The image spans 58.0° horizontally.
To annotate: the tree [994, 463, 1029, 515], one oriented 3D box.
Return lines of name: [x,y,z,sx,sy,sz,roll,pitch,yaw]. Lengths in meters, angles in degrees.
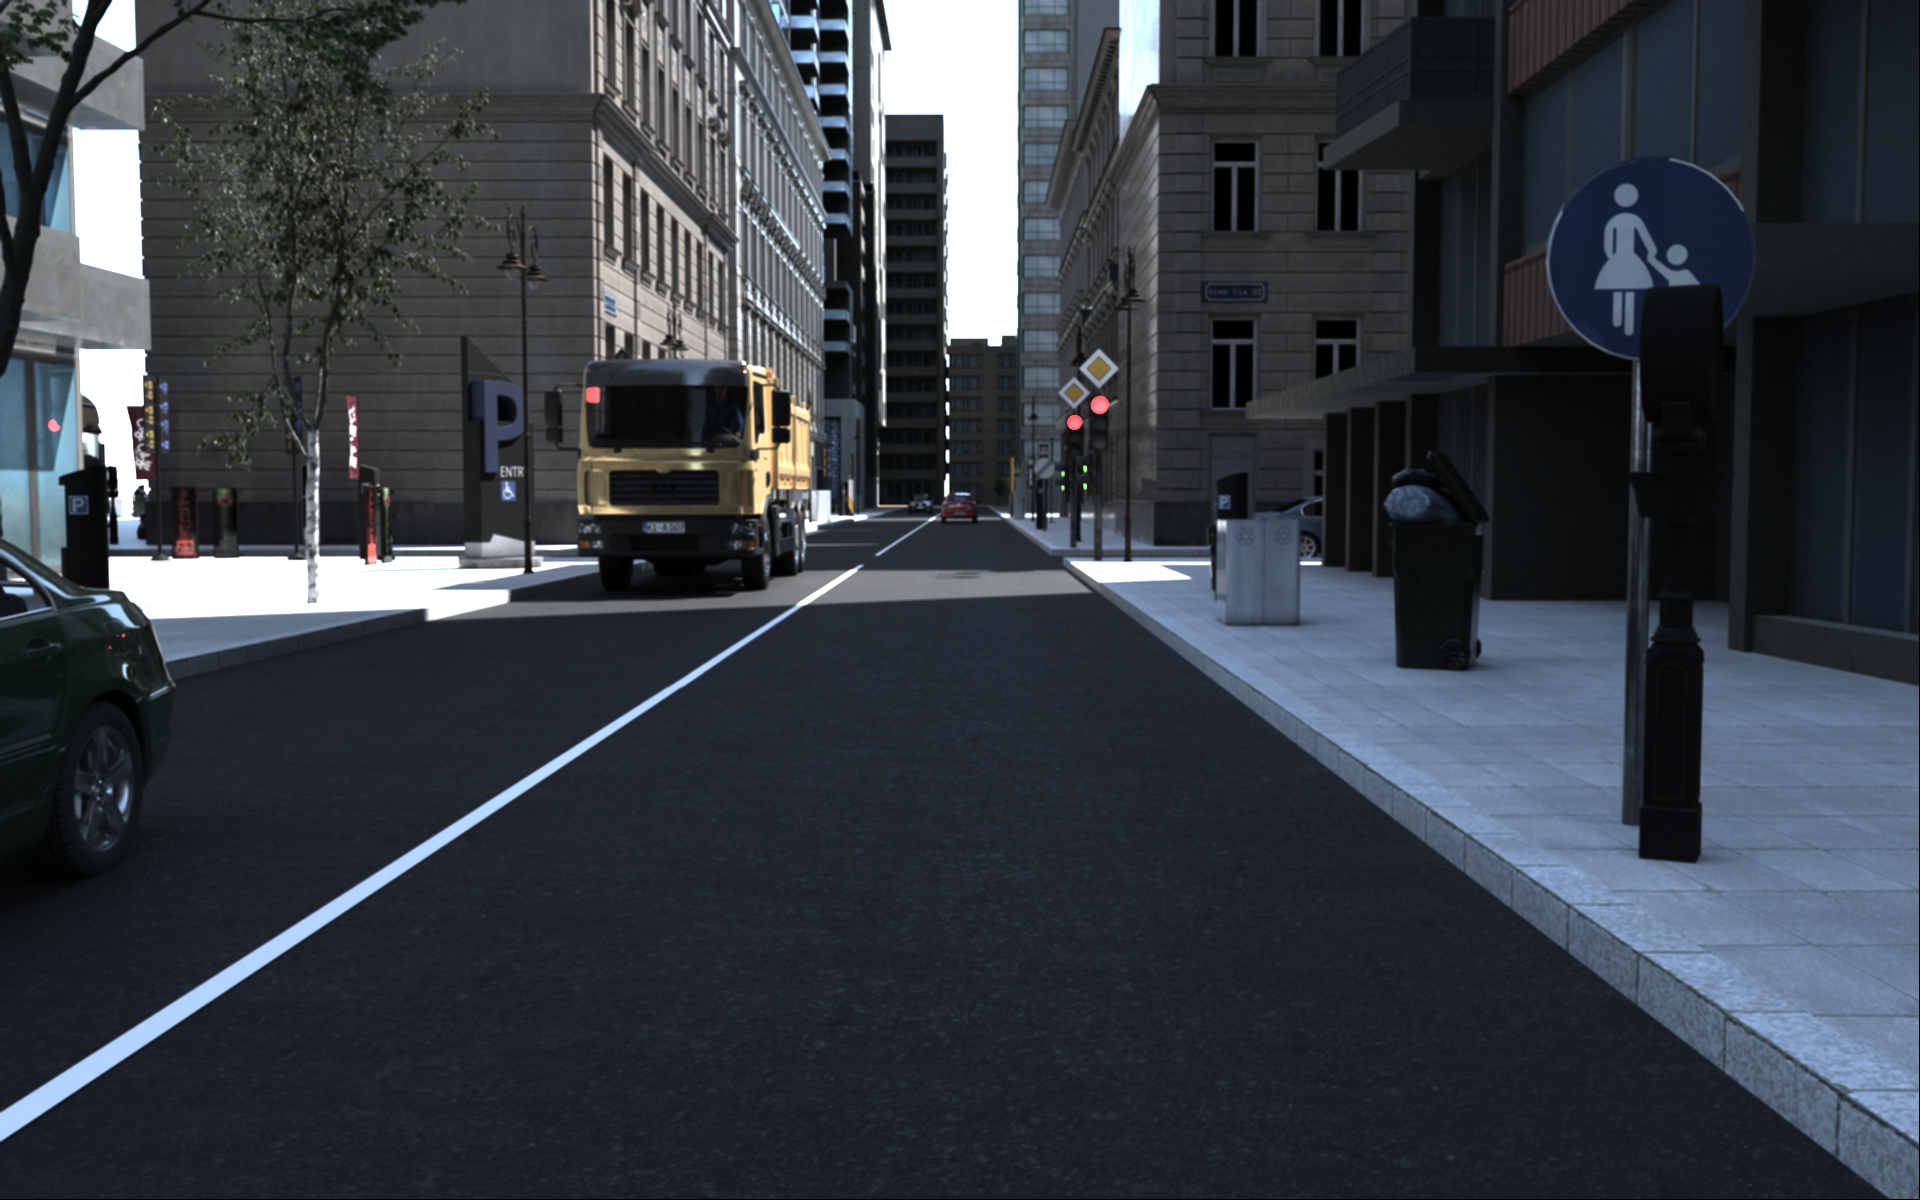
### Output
tree: [3.544,-7.312,114.145,1.663,3.219,1.824,0,3,0]

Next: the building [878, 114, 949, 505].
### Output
building: [-12.275,-35.947,211.438,21.600,48.544,21.300,0,4,0]

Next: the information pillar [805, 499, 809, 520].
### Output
information pillar: [-7.712,-5.039,86.883,0.304,2.012,0.304,2,4,32]

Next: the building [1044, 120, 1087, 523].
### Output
building: [10.023,-15.021,96.507,10.553,20.767,40.483,0,4,0]

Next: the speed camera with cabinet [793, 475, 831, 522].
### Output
speed camera with cabinet: [-6.781,-5.205,79.443,0.660,3.252,2.038,2,4,35]

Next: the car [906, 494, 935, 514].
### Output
car: [-2.811,-6.958,123.547,2.009,1.686,4.222,0,4,-1]

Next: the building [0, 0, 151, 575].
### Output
building: [-26.968,-24.316,17.184,30.456,49.044,23.786,0,4,0]

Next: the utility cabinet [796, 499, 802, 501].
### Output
utility cabinet: [-7.536,-4.294,81.375,0.306,1.237,1.020,0,4,-1]

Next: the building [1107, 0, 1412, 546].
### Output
building: [16.933,-15.303,47.468,25.104,27.353,12.463,0,4,0]

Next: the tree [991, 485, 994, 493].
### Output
tree: [4.601,-12.203,194.119,1.663,3.219,1.824,0,3,0]

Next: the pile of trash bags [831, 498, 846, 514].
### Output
pile of trash bags: [-9.021,-6.434,114.950,3.447,1.369,1.912,3,5,41]

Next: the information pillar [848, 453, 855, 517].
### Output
information pillar: [-6.211,-6.564,98.673,0.183,3.616,0.504,-2,4,-32]

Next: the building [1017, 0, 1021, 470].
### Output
building: [15.312,-36.912,145.503,21.231,58.520,28.212,0,4,0]

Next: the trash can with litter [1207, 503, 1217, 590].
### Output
trash can with litter: [3.808,-0.706,22.935,1.055,1.170,0.624,1,4,21]

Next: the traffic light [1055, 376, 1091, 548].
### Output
traffic light: [2.701,-3.211,41.418,0.839,4.253,0.868,0,4,0]

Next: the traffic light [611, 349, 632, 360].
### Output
traffic light: [-6.509,-2.725,33.472,0.839,4.253,0.868,0,4,0]

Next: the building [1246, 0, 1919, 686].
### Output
building: [16.001,-22.163,16.993,22.147,44.769,28.867,0,4,0]

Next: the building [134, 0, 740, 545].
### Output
building: [-14.661,-15.758,54.912,12.463,27.353,25.104,0,4,0]

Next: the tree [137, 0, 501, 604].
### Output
tree: [-7.557,-4.276,20.268,4.360,8.622,3.978,0,3,0]

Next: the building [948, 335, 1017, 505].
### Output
building: [13.178,-22.627,214.994,28.899,21.520,27.650,0,4,0]

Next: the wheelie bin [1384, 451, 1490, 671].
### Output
wheelie bin: [3.528,-0.302,12.849,0.693,1.594,0.980,2,4,24]

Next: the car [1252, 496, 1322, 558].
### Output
car: [8.475,-1.540,37.182,4.499,1.417,2.014,0,4,0]

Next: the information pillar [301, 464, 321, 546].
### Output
information pillar: [-15.937,-2.326,42.529,0.304,2.012,0.304,3,5,40]

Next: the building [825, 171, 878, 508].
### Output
building: [-14.782,-23.416,154.549,14.160,30.474,14.107,0,4,0]

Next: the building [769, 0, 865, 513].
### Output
building: [-18.149,-50.011,130.346,22.319,86.520,31.000,0,4,0]

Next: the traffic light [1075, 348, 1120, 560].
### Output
traffic light: [2.653,-2.722,33.433,0.839,4.253,0.868,0,4,0]

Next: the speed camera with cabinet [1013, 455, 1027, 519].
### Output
speed camera with cabinet: [3.047,-5.794,89.060,0.660,3.252,2.038,0,4,-2]

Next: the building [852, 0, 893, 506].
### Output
building: [-21.221,-35.932,176.726,27.495,52.752,28.713,0,4,0]

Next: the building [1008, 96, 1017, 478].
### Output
building: [16.980,-34.016,175.768,23.786,49.044,30.456,0,4,0]

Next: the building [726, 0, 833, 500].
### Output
building: [-16.622,-19.186,90.108,17.030,29.872,44.131,0,4,0]

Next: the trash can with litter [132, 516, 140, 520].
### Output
trash can with litter: [-43.041,-4.938,91.786,2.233,1.210,1.678,-3,5,-45]

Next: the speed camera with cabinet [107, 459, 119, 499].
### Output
speed camera with cabinet: [-48.176,-6.267,96.801,2.038,3.252,0.660,-2,4,-34]

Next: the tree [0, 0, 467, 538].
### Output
tree: [-7.702,-5.376,13.651,9.928,11.665,9.643,0,3,0]

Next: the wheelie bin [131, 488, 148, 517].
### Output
wheelie bin: [-44.941,-5.324,94.956,0.693,1.594,0.980,0,4,7]

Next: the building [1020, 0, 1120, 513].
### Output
building: [11.340,-26.994,124.945,14.154,41.232,14.086,0,4,0]

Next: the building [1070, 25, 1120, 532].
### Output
building: [9.986,-12.300,65.732,10.561,19.102,19.286,0,4,0]
